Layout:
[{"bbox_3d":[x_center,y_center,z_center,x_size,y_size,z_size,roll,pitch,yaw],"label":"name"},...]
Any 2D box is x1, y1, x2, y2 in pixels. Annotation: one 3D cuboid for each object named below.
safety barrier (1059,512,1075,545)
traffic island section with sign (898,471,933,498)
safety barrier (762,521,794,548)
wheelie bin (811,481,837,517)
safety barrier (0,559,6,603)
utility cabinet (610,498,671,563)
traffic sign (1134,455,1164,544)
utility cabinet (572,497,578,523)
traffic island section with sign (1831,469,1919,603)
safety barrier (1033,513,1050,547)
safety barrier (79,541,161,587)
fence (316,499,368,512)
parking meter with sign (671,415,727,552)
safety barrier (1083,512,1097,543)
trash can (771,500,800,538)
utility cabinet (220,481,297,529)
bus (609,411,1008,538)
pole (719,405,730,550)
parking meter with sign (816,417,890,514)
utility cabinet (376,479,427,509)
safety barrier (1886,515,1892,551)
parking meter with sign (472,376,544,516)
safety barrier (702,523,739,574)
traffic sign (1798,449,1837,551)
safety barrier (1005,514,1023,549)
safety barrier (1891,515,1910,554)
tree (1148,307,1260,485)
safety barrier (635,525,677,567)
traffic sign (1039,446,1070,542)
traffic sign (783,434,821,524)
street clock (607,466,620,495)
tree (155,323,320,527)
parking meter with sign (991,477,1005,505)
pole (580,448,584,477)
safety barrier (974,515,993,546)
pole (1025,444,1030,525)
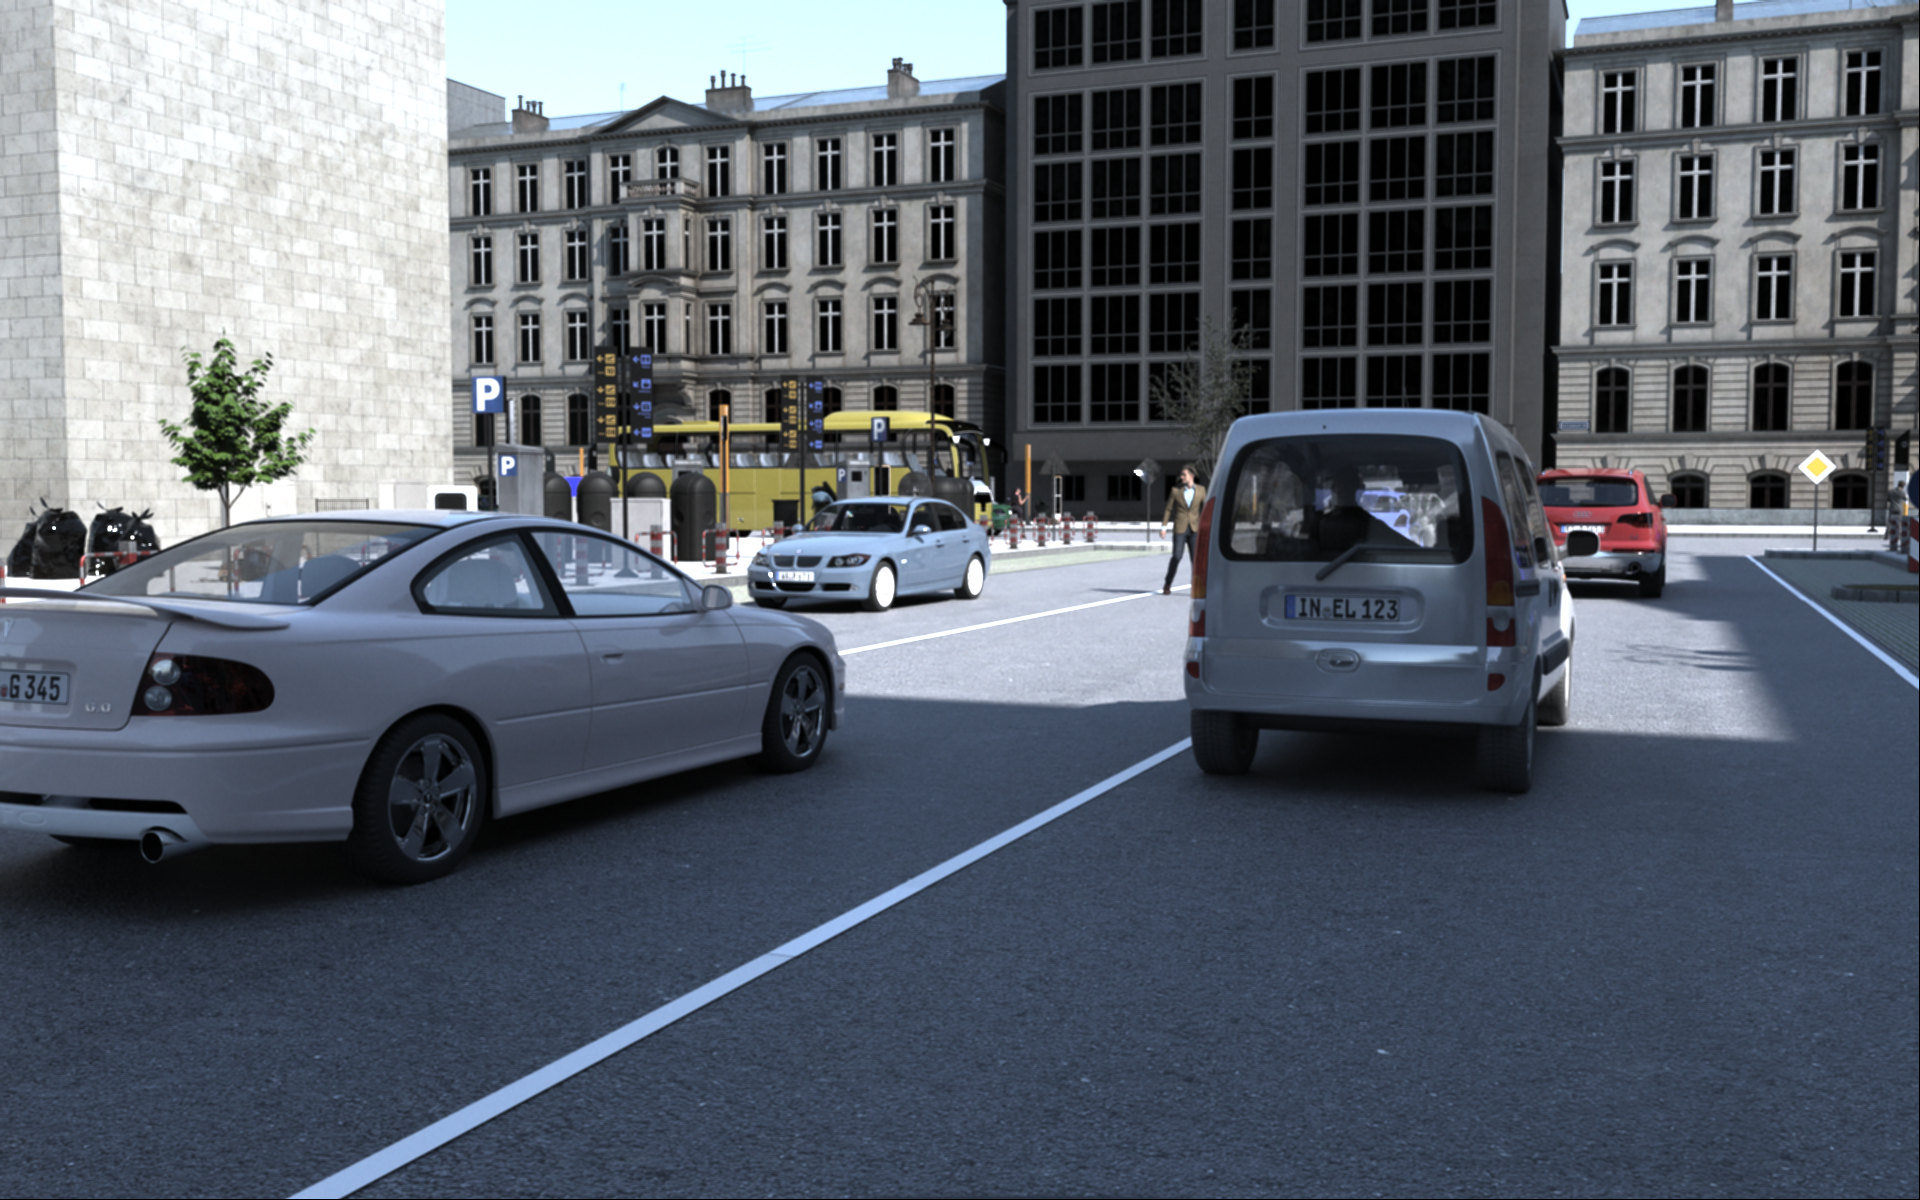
[{"bbox_3d":[2.702,-1.803,43.759,0.300,0.817,1.120,1,4,22],"label":"safety barrier"},{"bbox_3d":[-0.969,-1.283,29.603,1.989,1.847,2.006,1,4,22],"label":"traffic island section with sign"},{"bbox_3d":[-3.091,-0.932,29.513,0.300,0.817,1.120,1,4,22],"label":"safety barrier"},{"bbox_3d":[-3.270,-2.084,41.988,0.693,1.594,0.980,-1,4,-10],"label":"wheelie bin"},{"bbox_3d":[-8.905,-0.059,15.247,0.300,0.817,1.120,1,4,22],"label":"safety barrier"},{"bbox_3d":[-5.389,-1.107,29.260,1.020,1.237,0.306,1,4,22],"label":"utility cabinet"},{"bbox_3d":[4.875,-2.513,44.737,0.795,2.450,0.064,1,4,22],"label":"traffic sign"},{"bbox_3d":[-8.947,-1.714,39.191,0.306,1.237,1.020,0,4,7],"label":"utility cabinet"},{"bbox_3d":[12.947,-0.905,23.423,1.989,1.847,2.006,1,4,22],"label":"traffic island section with sign"},{"bbox_3d":[1.981,-1.694,41.973,0.300,0.817,1.120,1,4,22],"label":"safety barrier"},{"bbox_3d":[-8.177,-0.169,17.034,0.300,0.817,1.120,1,4,22],"label":"safety barrier"},{"bbox_3d":[-11.976,-1.368,33.571,2.264,1.192,0.480,3,5,44],"label":"fence"},{"bbox_3d":[-6.047,-2.576,38.378,1.738,3.016,0.543,-1,4,-12],"label":"parking meter with sign"},{"bbox_3d":[3.426,-1.912,45.534,0.300,0.817,1.120,1,4,22],"label":"safety barrier"},{"bbox_3d":[-4.361,-1.940,43.373,0.748,1.137,0.748,0,3,0],"label":"trash can"},{"bbox_3d":[-11.842,-1.261,29.289,0.318,1.500,1.173,3,5,44],"label":"utility cabinet"},{"bbox_3d":[-4.786,-3.739,52.683,12.252,3.916,2.896,1,4,21],"label":"bus"},{"bbox_3d":[-5.388,-2.799,39.603,0.158,3.312,0.155,0,3,0],"label":"pole"},{"bbox_3d":[-2.407,-2.598,38.733,1.738,3.016,0.543,-3,5,-43],"label":"parking meter with sign"},{"bbox_3d":[-8.425,-1.069,26.149,0.318,1.500,1.173,0,4,5],"label":"utility cabinet"},{"bbox_3d":[20.908,-1.498,38.765,0.300,0.817,1.120,1,4,22],"label":"safety barrier"},{"bbox_3d":[-6.680,-1.846,26.447,0.543,3.016,1.738,1,4,20],"label":"parking meter with sign"},{"bbox_3d":[-3.824,-0.822,27.721,0.300,0.817,1.120,1,4,22],"label":"safety barrier"},{"bbox_3d":[19.222,-2.156,38.896,0.795,2.450,0.064,1,4,22],"label":"traffic sign"},{"bbox_3d":[1.246,-1.585,40.185,0.300,0.817,1.120,1,4,22],"label":"safety barrier"},{"bbox_3d":[20.181,-1.389,36.980,0.300,0.817,1.120,1,4,22],"label":"safety barrier"},{"bbox_3d":[9.846,-7.218,68.385,4.360,8.622,3.978,0,3,0],"label":"tree"},{"bbox_3d":[-4.547,-0.713,25.940,0.300,0.817,1.120,1,4,22],"label":"safety barrier"},{"bbox_3d":[2.524,-2.841,46.455,0.884,2.594,0.081,2,4,24],"label":"traffic sign"},{"bbox_3d":[-3.338,-2.230,36.471,0.884,2.594,0.081,1,4,23],"label":"traffic sign"},{"bbox_3d":[-8.905,-2.443,44.518,0.358,2.002,0.471,-2,4,-27],"label":"street clock"},{"bbox_3d":[-8.373,-1.526,19.547,1.663,3.219,1.824,0,3,0],"label":"tree"},{"bbox_3d":[1.095,-4.666,72.554,1.738,3.016,0.543,-3,4,-38],"label":"parking meter with sign"},{"bbox_3d":[-16.713,-5.061,76.594,0.158,3.312,0.155,0,3,0],"label":"pole"},{"bbox_3d":[0.527,-1.476,38.407,0.300,0.817,1.120,1,4,22],"label":"safety barrier"},{"bbox_3d":[2.789,-4.729,71.155,0.158,3.312,0.155,0,3,0],"label":"pole"}]
